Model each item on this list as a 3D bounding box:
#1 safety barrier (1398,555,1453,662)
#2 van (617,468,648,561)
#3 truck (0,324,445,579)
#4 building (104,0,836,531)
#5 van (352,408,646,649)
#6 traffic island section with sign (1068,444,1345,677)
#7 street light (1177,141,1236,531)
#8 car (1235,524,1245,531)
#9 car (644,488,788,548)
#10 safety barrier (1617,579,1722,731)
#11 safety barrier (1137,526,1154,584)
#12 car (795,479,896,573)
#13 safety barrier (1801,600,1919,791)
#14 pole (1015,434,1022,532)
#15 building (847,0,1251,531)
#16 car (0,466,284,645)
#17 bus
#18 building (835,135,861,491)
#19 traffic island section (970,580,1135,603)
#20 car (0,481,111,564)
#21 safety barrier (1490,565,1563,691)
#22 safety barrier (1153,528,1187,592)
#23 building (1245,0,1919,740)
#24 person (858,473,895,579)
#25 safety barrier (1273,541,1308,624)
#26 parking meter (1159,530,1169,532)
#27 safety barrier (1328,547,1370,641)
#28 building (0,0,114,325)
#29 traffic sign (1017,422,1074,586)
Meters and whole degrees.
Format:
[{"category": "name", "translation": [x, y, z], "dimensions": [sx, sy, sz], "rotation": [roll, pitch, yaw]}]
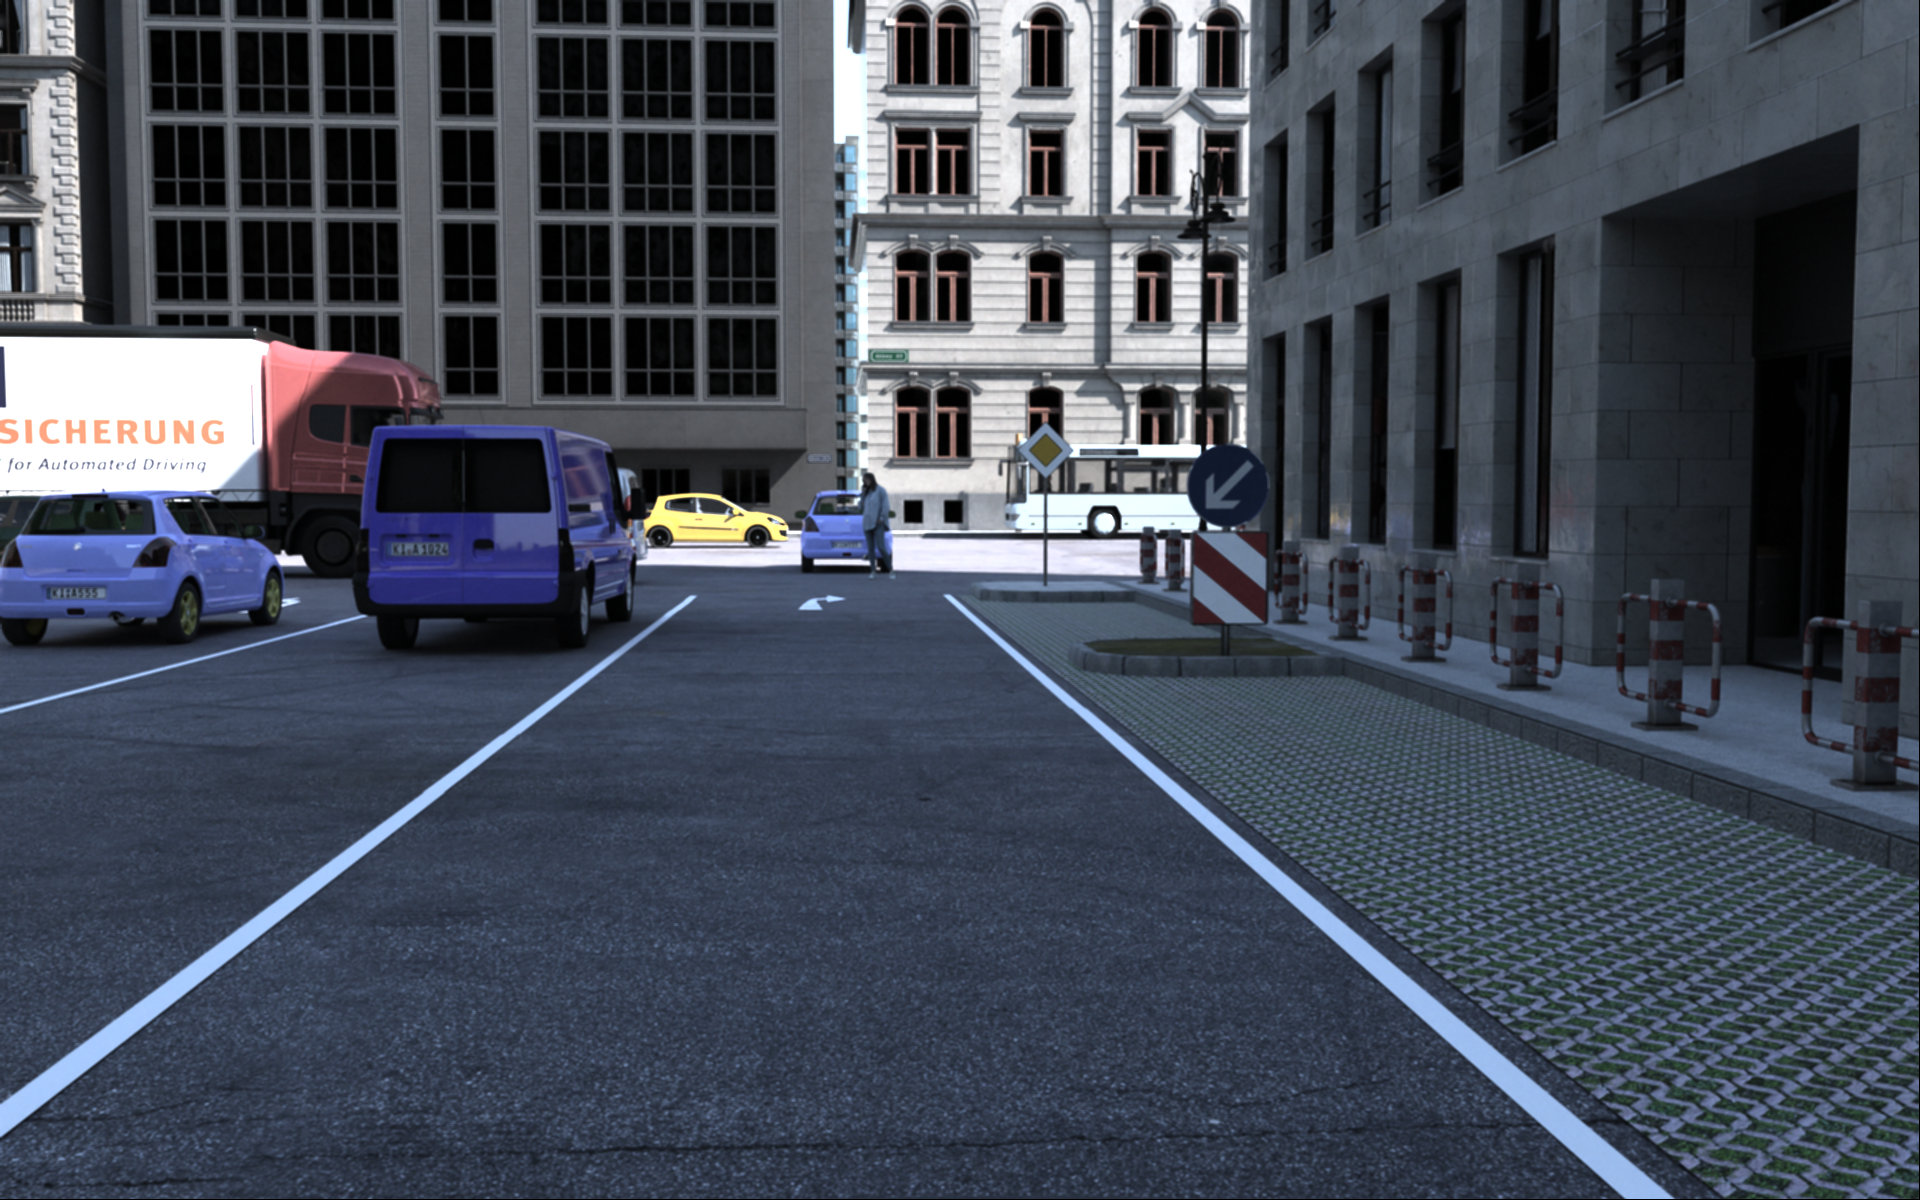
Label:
[{"category": "safety barrier", "translation": [3.558, 0.061, 13.275], "dimensions": [0.300, 0.817, 1.120], "rotation": [0, 4, -4]}, {"category": "van", "translation": [-7.044, -1.245, 27.374], "dimensions": [4.112, 2.044, 2.013], "rotation": [0, 4, -3]}, {"category": "truck", "translation": [-14.108, -2.511, 29.968], "dimensions": [11.283, 4.237, 2.839], "rotation": [0, 4, -6]}, {"category": "building", "translation": [-16.495, -16.489, 63.105], "dimensions": [24.014, 27.812, 14.314], "rotation": [0, 4, -4]}, {"category": "van", "translation": [-4.533, -0.816, 17.732], "dimensions": [2.240, 2.365, 5.245], "rotation": [0, 4, -4]}, {"category": "traffic island section with sign", "translation": [1.950, -0.353, 14.405], "dimensions": [1.989, 1.847, 2.006], "rotation": [0, 4, -4]}, {"category": "street light", "translation": [3.270, -3.082, 23.184], "dimensions": [0.468, 5.910, 1.993], "rotation": [0, 4, -4]}, {"category": "car", "translation": [10.525, -2.495, 49.465], "dimensions": [5.304, 1.827, 2.281], "rotation": [0, 4, -3]}, {"category": "car", "translation": [-6.622, -2.223, 46.576], "dimensions": [3.980, 1.641, 2.015], "rotation": [0, 4, -6]}, {"category": "safety barrier", "translation": [3.852, 0.295, 9.448], "dimensions": [0.300, 0.817, 1.120], "rotation": [0, 4, -4]}, {"category": "safety barrier", "translation": [2.695, -0.643, 24.784], "dimensions": [0.300, 0.817, 1.120], "rotation": [0, 4, -4]}, {"category": "car", "translation": [-2.174, -1.428, 32.945], "dimensions": [1.945, 1.707, 3.694], "rotation": [0, 4, -5]}, {"category": "safety barrier", "translation": [3.991, 0.412, 7.536], "dimensions": [0.300, 0.817, 1.120], "rotation": [0, 4, -4]}, {"category": "pole", "translation": [1.991, -3.969, 58.736], "dimensions": [0.158, 3.312, 0.155], "rotation": [0, 3, 0]}, {"category": "building", "translation": [7.343, -17.024, 65.727], "dimensions": [23.554, 28.519, 14.401], "rotation": [0, 4, -4]}, {"category": "car", "translation": [-8.289, -0.503, 17.823], "dimensions": [1.945, 1.707, 3.694], "rotation": [0, 4, -3]}, {"category": "bus", "translation": [7.253, -3.716, 55.619], "dimensions": [13.247, 3.499, 2.948], "rotation": [0, 4, -4]}, {"category": "building", "translation": [-2.545, -37.321, 229.813], "dimensions": [30.456, 49.044, 23.786], "rotation": [0, 4, -4]}, {"category": "traffic island section", "translation": [1.209, -0.115, 24.158], "dimensions": [2.009, 0.180, 2.903], "rotation": [0, 4, -4]}, {"category": "car", "translation": [-14.789, -1.048, 26.924], "dimensions": [4.222, 1.686, 2.009], "rotation": [0, 4, -4]}, {"category": "safety barrier", "translation": [3.705, 0.178, 11.359], "dimensions": [0.300, 0.817, 1.120], "rotation": [0, 4, -4]}, {"category": "safety barrier", "translation": [2.835, -0.525, 22.864], "dimensions": [0.300, 0.817, 1.120], "rotation": [0, 4, -4]}, {"category": "building", "translation": [9.691, -9.803, 15.035], "dimensions": [10.420, 20.320, 16.860], "rotation": [0, 4, -4]}, {"category": "person", "translation": [-1.395, -1.250, 29.201], "dimensions": [0.793, 1.790, 0.793], "rotation": [0, 4, 5]}, {"category": "safety barrier", "translation": [3.268, -0.174, 17.120], "dimensions": [0.300, 0.817, 1.120], "rotation": [0, 4, -4]}, {"category": "parking meter", "translation": [6.934, -3.230, 58.516], "dimensions": [0.399, 1.863, 0.255], "rotation": [-3, 5, -44]}, {"category": "safety barrier", "translation": [3.412, -0.057, 15.208], "dimensions": [0.300, 0.817, 1.120], "rotation": [0, 4, -4]}, {"category": "building", "translation": [-38.289, -14.134, 59.969], "dimensions": [19.941, 23.489, 11.050], "rotation": [0, 4, -4]}, {"category": "traffic sign", "translation": [1.186, -1.250, 24.079], "dimensions": [0.795, 2.450, 0.064], "rotation": [0, 4, -4]}]
